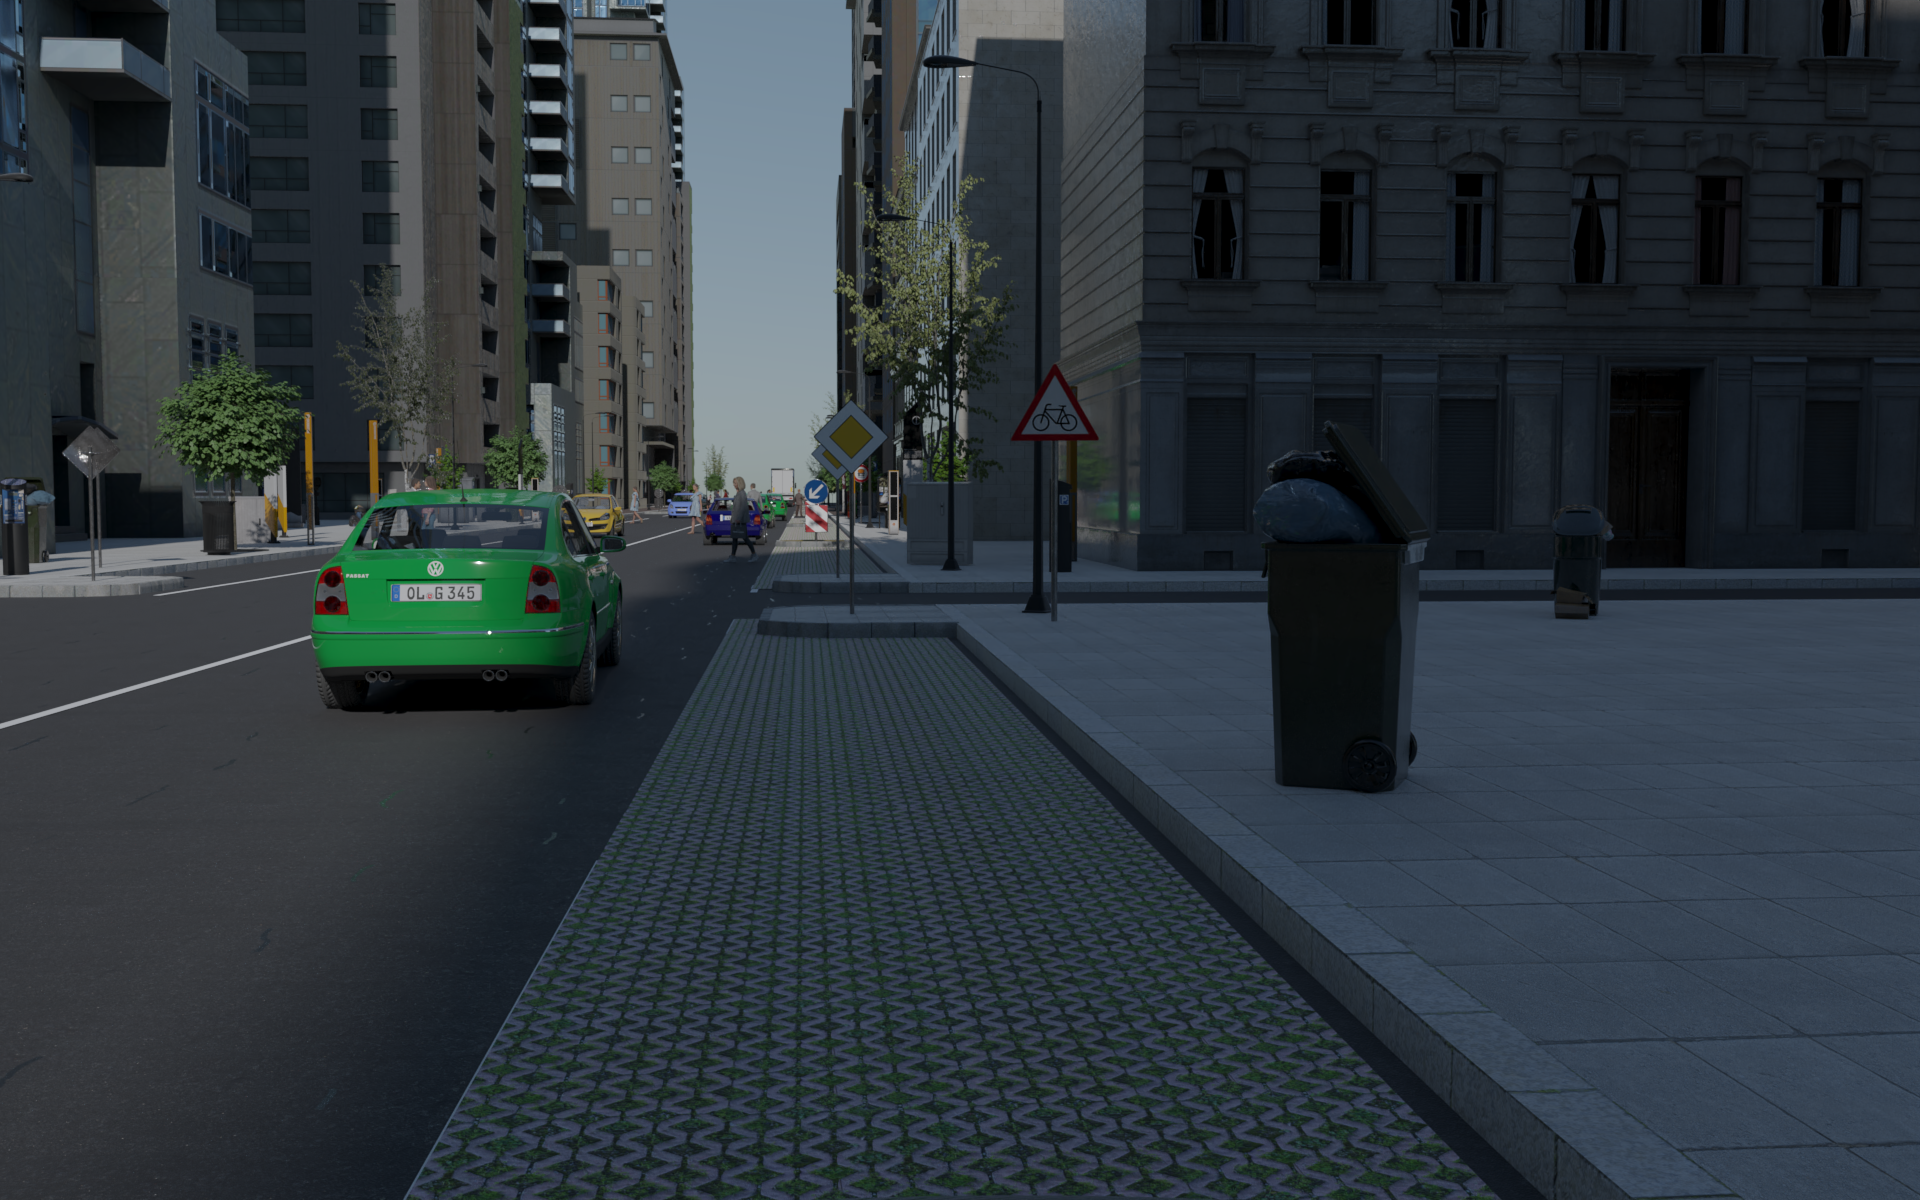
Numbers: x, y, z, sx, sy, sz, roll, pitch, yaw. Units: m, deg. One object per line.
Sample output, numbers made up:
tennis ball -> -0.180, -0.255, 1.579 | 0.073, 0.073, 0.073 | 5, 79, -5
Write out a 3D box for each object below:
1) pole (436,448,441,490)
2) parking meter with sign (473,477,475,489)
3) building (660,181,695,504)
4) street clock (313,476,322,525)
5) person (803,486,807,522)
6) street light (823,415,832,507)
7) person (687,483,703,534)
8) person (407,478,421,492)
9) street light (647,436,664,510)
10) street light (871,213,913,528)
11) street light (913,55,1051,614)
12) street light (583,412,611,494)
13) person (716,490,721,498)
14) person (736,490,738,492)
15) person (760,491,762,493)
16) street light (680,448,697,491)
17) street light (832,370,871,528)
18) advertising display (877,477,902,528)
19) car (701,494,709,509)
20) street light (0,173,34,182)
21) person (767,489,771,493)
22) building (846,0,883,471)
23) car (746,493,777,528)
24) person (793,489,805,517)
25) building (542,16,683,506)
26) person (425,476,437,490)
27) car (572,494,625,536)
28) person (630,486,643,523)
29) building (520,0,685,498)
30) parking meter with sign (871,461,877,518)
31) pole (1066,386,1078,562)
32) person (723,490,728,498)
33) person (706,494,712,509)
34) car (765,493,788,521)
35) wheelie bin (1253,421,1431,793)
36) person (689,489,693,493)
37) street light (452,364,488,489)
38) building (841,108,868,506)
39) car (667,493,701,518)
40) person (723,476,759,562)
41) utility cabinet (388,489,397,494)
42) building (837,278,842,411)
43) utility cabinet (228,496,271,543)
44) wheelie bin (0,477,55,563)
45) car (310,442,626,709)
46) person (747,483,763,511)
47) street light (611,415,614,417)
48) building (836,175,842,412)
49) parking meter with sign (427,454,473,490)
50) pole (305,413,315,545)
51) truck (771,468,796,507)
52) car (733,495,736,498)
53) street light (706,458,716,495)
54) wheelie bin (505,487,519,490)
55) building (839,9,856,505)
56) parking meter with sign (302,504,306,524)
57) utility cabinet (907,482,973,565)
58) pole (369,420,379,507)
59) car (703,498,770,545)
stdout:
pole -> -23.147, -5.086, 77.001 | 0.158, 3.312, 0.155 | 0, 3, 0
parking meter with sign -> -22.513, -5.058, 78.951 | 1.738, 3.016, 0.543 | 0, 4, -2
building -> -41.317, -32.784, 219.612 | 14.154, 41.232, 14.086 | 0, 4, -5
street clock -> -26.329, -4.052, 70.815 | 0.358, 2.002, 0.471 | 1, 4, 16
person -> -7.856, -4.941, 89.094 | 0.447, 1.846, 0.655 | -3, 4, -36
street light -> -7.385, -8.052, 104.198 | 1.470, 5.913, 1.316 | 0, 4, -5
person -> -9.452, -3.280, 62.220 | 0.778, 1.811, 0.616 | -2, 4, -29
person -> -14.339, -2.260, 45.301 | 0.795, 1.843, 0.661 | 1, 4, 15
street light -> -24.332, -10.145, 138.417 | 1.470, 5.913, 1.316 | 0, 4, -5
street light -> -0.689, -3.447, 28.892 | 1.470, 5.913, 1.316 | 0, 4, -5
street light -> 0.305, -2.814, 18.550 | 1.470, 5.913, 1.316 | 0, 4, -5
street light -> -20.743, -7.673, 97.994 | 1.470, 5.913, 1.316 | 0, 4, -5
person -> -17.856, -7.243, 127.837 | 0.530, 1.710, 0.541 | -1, 4, -19
person -> -12.111, -5.226, 94.345 | 0.834, 1.777, 0.661 | 0, 4, 8
person -> -22.583, -11.468, 196.710 | 1.217, 1.736, 0.721 | 0, 4, 1
street light -> -27.595, -12.361, 174.648 | 1.470, 5.913, 1.316 | 0, 4, -5
street light -> -3.940, -5.663, 65.125 | 1.470, 5.913, 1.316 | 0, 4, -5
advertising display -> -2.638, -3.645, 64.817 | 0.974, 1.923, 0.123 | -2, 4, -31
car -> -25.472, -9.763, 169.408 | 2.009, 1.686, 4.222 | 0, 4, -5
street light -> -14.106, -3.219, 25.170 | 1.470, 5.913, 1.316 | 0, 4, -5
person -> -11.964, -6.133, 109.570 | 0.721, 1.735, 1.217 | 0, 4, 8
building -> 4.095, -35.038, 162.110 | 28.713, 52.752, 27.495 | 0, 4, -5
car -> -8.771, -3.952, 73.415 | 1.959, 1.807, 4.718 | 0, 4, -4
person -> -10.183, -6.162, 109.802 | 0.990, 1.755, 0.434 | 3, 4, 36
building -> -46.504, -37.155, 196.727 | 28.713, 52.752, 27.495 | 0, 4, -5
person -> -11.491, -1.771, 37.465 | 0.388, 1.821, 0.555 | -2, 4, -30
car -> -12.183, -2.889, 57.462 | 2.015, 1.641, 3.980 | 0, 4, -4
person -> -15.718, -4.622, 84.158 | 0.778, 1.811, 0.616 | 1, 4, 23
building -> -48.236, -56.737, 240.321 | 22.319, 86.520, 31.000 | 0, 4, -5
parking meter with sign -> -4.642, -5.876, 92.335 | 0.543, 3.016, 1.738 | 0, 3, 0
pole -> 2.119, -2.384, 32.820 | 0.158, 3.312, 0.155 | 0, 3, 0
person -> -20.796, -8.864, 153.372 | 0.705, 1.831, 1.348 | 1, 4, 13
person -> -20.804, -8.077, 143.740 | 0.799, 1.438, 0.628 | 2, 4, 32
car -> -10.221, -5.169, 93.306 | 1.959, 1.807, 4.718 | 0, 4, -6
wheelie bin -> 1.690, 0.013, 7.698 | 0.693, 1.594, 0.980 | 1, 4, 23
person -> -16.941, -6.159, 109.913 | 0.721, 1.735, 1.217 | 0, 4, -4
street light -> -17.506, -5.457, 61.760 | 1.470, 5.913, 1.316 | 0, 4, -5
building -> -6.395, -33.485, 197.589 | 14.600, 45.320, 14.200 | 0, 4, -5
car -> -16.455, -5.742, 103.474 | 1.945, 1.707, 3.694 | 0, 4, -3
person -> -4.574, -1.686, 36.257 | 0.728, 1.800, 0.709 | -1, 4, -18
utility cabinet -> -25.063, -4.144, 76.435 | 0.318, 1.500, 1.173 | -1, 4, -22
building -> -9.468, -28.194, 232.674 | 14.160, 30.474, 14.107 | 0, 4, -5
utility cabinet -> -18.656, -2.101, 45.519 | 0.306, 1.237, 1.020 | 3, 4, 37
wheelie bin -> -17.328, -1.483, 32.156 | 0.980, 1.594, 0.693 | -1, 4, -13
car -> -3.544, -0.258, 13.018 | 1.959, 1.807, 4.718 | 0, 4, -7
person -> -7.202, -3.147, 60.074 | 0.709, 1.813, 0.853 | -3, 5, -41
street light -> -20.958, -7.883, 101.421 | 1.470, 5.913, 1.316 | 0, 4, -5
building -> -6.960, -38.320, 250.238 | 21.300, 48.544, 21.600 | 0, 4, -5
parking meter with sign -> -22.377, -4.867, 75.835 | 1.738, 3.016, 0.543 | 1, 4, 12
pole -> -16.302, -3.032, 43.414 | 0.158, 3.312, 0.155 | 0, 3, 0
truck -> -19.746, -12.515, 193.538 | 2.839, 4.237, 11.283 | 0, 4, -5
car -> -25.659, -11.537, 201.210 | 1.945, 1.354, 3.894 | 0, 4, -6
street light -> -31.792, -15.197, 221.012 | 1.470, 5.913, 1.316 | 0, 4, -5
wheelie bin -> -20.450, -4.368, 79.324 | 0.980, 1.594, 0.693 | 0, 4, -3
building -> -5.043, -47.469, 214.362 | 20.563, 71.187, 20.611 | 0, 4, -5
parking meter with sign -> -29.084, -4.822, 75.107 | 1.738, 3.016, 0.543 | 2, 4, 31
utility cabinet -> -0.367, -1.384, 31.308 | 1.173, 1.500, 0.318 | 1, 4, 19
pole -> -16.247, -3.315, 48.037 | 0.158, 3.312, 0.155 | 0, 3, 0
car -> -6.436, -2.275, 49.779 | 1.945, 1.354, 3.894 | 0, 4, -5
